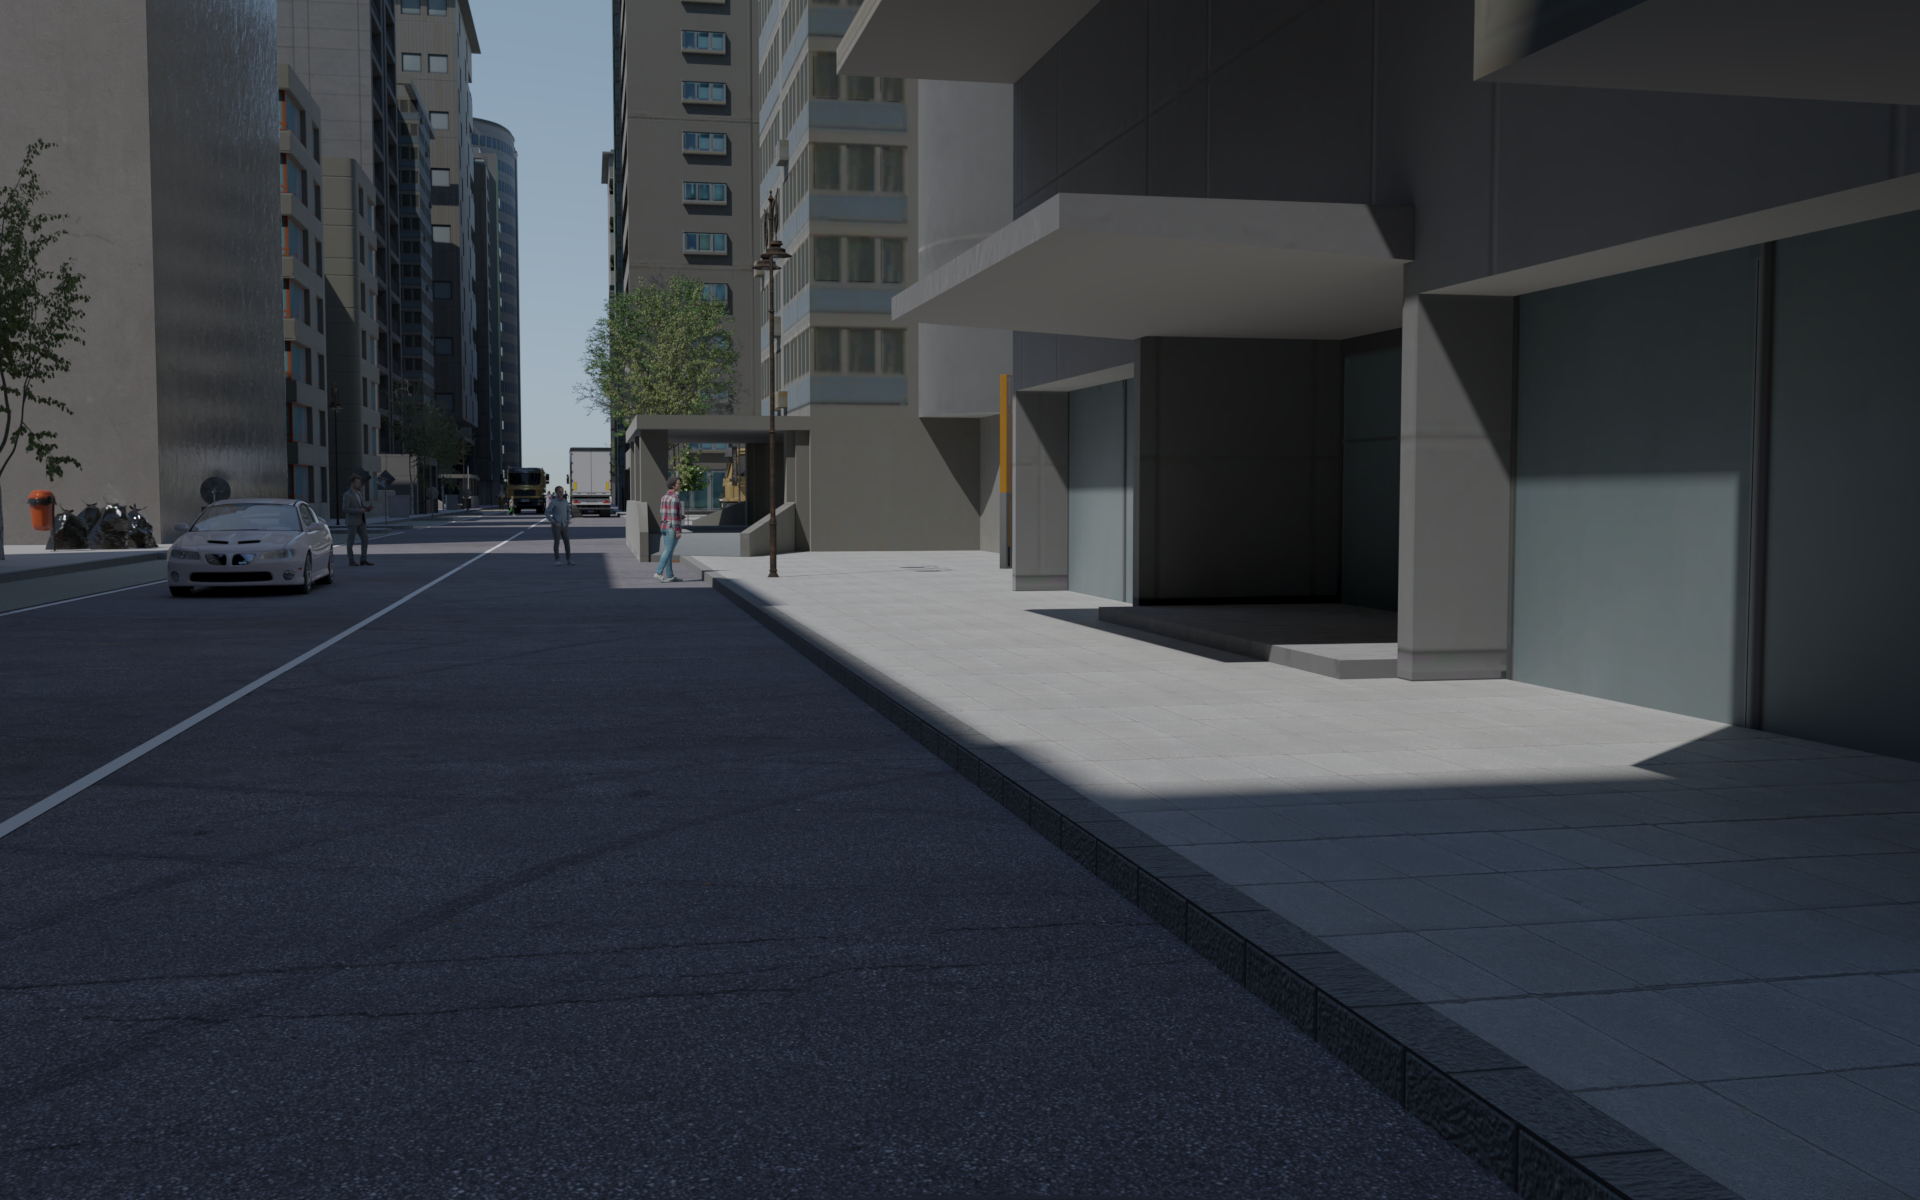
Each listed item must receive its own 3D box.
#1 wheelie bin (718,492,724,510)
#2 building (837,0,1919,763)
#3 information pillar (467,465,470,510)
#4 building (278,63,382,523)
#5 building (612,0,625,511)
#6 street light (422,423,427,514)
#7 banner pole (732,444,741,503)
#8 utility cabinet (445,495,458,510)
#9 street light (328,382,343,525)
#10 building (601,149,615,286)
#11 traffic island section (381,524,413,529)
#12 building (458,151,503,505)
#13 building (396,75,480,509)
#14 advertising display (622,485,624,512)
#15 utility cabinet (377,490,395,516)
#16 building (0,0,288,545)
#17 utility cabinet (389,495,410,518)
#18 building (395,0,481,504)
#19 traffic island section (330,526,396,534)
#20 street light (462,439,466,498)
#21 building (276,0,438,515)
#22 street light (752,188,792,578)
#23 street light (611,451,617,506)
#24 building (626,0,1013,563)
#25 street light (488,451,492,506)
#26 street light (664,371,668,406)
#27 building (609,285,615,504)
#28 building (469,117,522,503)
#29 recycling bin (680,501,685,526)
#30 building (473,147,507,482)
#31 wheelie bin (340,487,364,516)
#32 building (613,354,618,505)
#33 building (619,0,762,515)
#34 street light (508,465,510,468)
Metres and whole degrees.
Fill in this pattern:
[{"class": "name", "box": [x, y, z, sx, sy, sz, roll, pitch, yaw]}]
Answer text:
[{"class": "wheelie bin", "box": [-10.218, -4.189, 76.392, 0.693, 1.594, 0.980, -3, 5, -44]}, {"class": "building", "box": [14.086, -25.842, 11.763, 28.713, 52.752, 27.495, -1, 4, -12]}, {"class": "information pillar", "box": [-39.940, -9.125, 140.547, 0.183, 3.616, 0.504, -1, 4, -13]}, {"class": "building", "box": [-43.459, -14.442, 81.166, 27.650, 21.520, 28.899, -1, 4, -12]}, {"class": "building", "box": [-20.957, -27.971, 140.925, 14.154, 41.232, 14.086, -1, 4, -12]}, {"class": "street light", "box": [-34.205, -8.433, 110.671, 0.468, 5.910, 1.993, -1, 4, -12]}, {"class": "banner pole", "box": [-8.197, -4.498, 63.557, 0.401, 3.779, 0.863, 1, 4, 18]}, {"class": "utility cabinet", "box": [-41.178, -7.899, 140.312, 0.306, 1.237, 1.020, 3, 5, 43]}, {"class": "street light", "box": [-25.686, -6.028, 71.344, 0.468, 5.910, 1.993, -1, 4, -12]}, {"class": "building", "box": [-39.163, -41.121, 261.568, 28.713, 52.752, 27.495, -1, 4, -12]}, {"class": "traffic island section", "box": [-23.617, -2.994, 71.235, 2.009, 0.180, 2.903, -1, 4, -12]}, {"class": "building", "box": [-60.804, -31.620, 200.584, 14.154, 41.232, 14.086, -1, 4, -12]}, {"class": "building", "box": [-59.658, -28.149, 152.124, 32.217, 40.220, 23.993, -1, 4, -12]}, {"class": "advertising display", "box": [-24.440, -7.366, 125.652, 0.123, 1.923, 0.974, -1, 4, -8]}, {"class": "utility cabinet", "box": [-33.491, -5.647, 101.009, 0.318, 1.500, 1.173, 2, 4, 34]}, {"class": "building", "box": [-38.968, -14.960, 49.105, 34.151, 26.468, 19.350, -1, 4, -12]}, {"class": "utility cabinet", "box": [-30.453, -5.068, 94.016, 1.020, 1.237, 0.306, -1, 4, -19]}, {"class": "building", "box": [-64.364, -36.004, 177.901, 28.713, 52.752, 27.495, -1, 4, -12]}, {"class": "traffic island section", "box": [-21.943, -2.517, 63.427, 2.009, 0.180, 2.903, -1, 4, -12]}, {"class": "street light", "box": [-41.752, -10.580, 145.767, 0.468, 5.910, 1.993, -1, 4, -12]}, {"class": "building", "box": [-45.611, -41.246, 112.624, 20.563, 71.187, 20.611, -1, 4, -12]}, {"class": "street light", "box": [-2.876, -3.286, 26.514, 0.468, 5.910, 1.993, -1, 4, -12]}, {"class": "street light", "box": [-36.167, -12.807, 182.189, 0.468, 5.910, 1.993, -1, 4, -12]}, {"class": "building", "box": [7.593, -21.610, 45.202, 32.217, 40.220, 23.993, -1, 4, -12]}, {"class": "street light", "box": [-50.069, -12.969, 184.825, 0.468, 5.910, 1.993, -1, 4, -12]}, {"class": "street light", "box": [-11.042, -5.655, 65.245, 0.468, 5.910, 1.993, -1, 4, -12]}, {"class": "building", "box": [-41.450, -28.663, 240.336, 14.160, 30.474, 14.107, -1, 4, -12]}, {"class": "building", "box": [-79.171, -44.333, 266.839, 21.231, 58.520, 28.212, -1, 4, -12]}, {"class": "recycling bin", "box": [-10.175, -2.970, 61.113, 0.722, 1.027, 0.722, -2, 4, -31]}, {"class": "building", "box": [-74.705, -37.796, 237.570, 23.786, 49.044, 30.456, -1, 4, -12]}, {"class": "wheelie bin", "box": [-26.954, -4.212, 76.782, 0.980, 1.594, 0.693, -2, 4, -28]}, {"class": "building", "box": [-25.007, -21.503, 196.605, 27.650, 21.520, 28.899, -1, 4, -12]}, {"class": "building", "box": [-11.736, -30.128, 116.292, 21.300, 48.544, 21.600, -1, 4, -12]}, {"class": "street light", "box": [-59.222, -15.584, 227.586, 0.468, 5.910, 1.993, -1, 4, -12]}]
